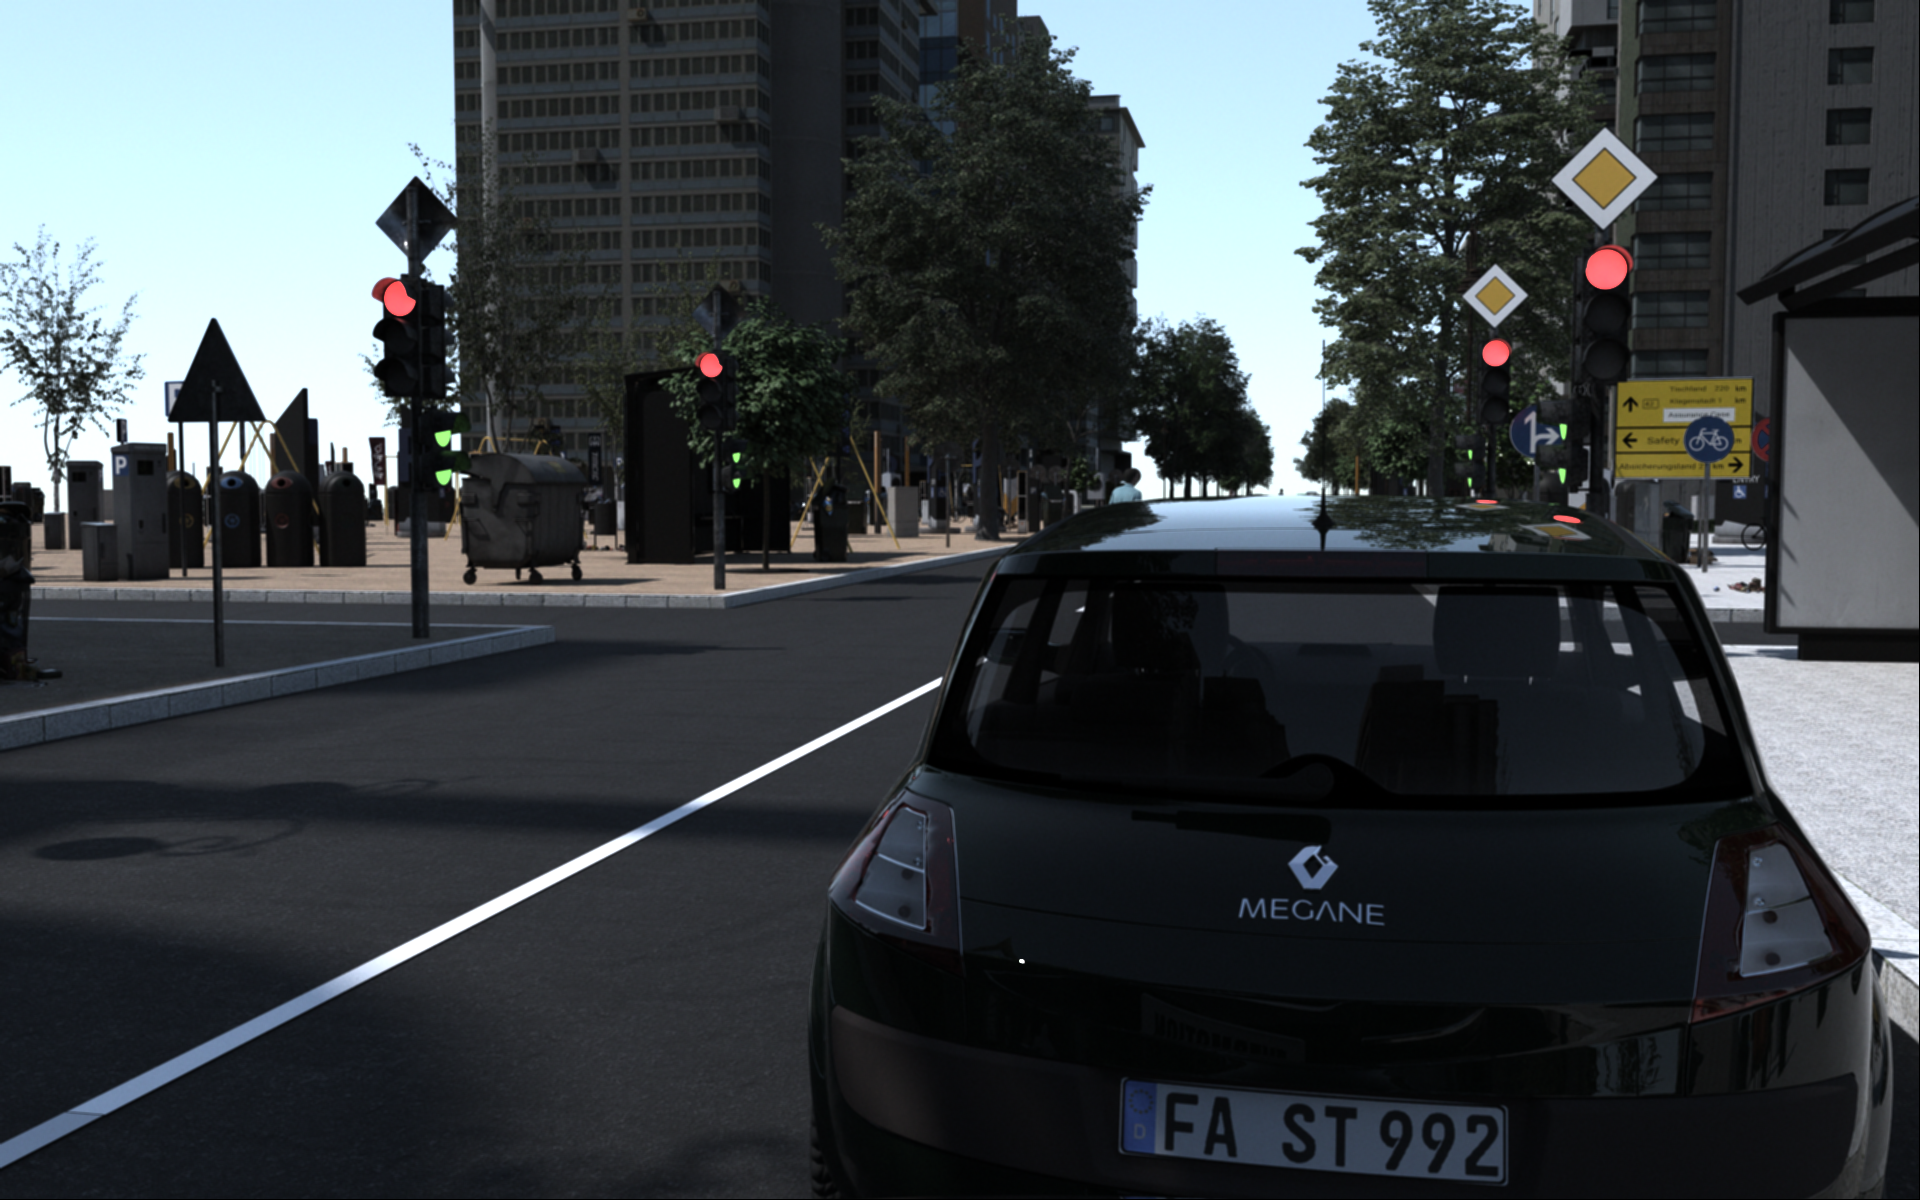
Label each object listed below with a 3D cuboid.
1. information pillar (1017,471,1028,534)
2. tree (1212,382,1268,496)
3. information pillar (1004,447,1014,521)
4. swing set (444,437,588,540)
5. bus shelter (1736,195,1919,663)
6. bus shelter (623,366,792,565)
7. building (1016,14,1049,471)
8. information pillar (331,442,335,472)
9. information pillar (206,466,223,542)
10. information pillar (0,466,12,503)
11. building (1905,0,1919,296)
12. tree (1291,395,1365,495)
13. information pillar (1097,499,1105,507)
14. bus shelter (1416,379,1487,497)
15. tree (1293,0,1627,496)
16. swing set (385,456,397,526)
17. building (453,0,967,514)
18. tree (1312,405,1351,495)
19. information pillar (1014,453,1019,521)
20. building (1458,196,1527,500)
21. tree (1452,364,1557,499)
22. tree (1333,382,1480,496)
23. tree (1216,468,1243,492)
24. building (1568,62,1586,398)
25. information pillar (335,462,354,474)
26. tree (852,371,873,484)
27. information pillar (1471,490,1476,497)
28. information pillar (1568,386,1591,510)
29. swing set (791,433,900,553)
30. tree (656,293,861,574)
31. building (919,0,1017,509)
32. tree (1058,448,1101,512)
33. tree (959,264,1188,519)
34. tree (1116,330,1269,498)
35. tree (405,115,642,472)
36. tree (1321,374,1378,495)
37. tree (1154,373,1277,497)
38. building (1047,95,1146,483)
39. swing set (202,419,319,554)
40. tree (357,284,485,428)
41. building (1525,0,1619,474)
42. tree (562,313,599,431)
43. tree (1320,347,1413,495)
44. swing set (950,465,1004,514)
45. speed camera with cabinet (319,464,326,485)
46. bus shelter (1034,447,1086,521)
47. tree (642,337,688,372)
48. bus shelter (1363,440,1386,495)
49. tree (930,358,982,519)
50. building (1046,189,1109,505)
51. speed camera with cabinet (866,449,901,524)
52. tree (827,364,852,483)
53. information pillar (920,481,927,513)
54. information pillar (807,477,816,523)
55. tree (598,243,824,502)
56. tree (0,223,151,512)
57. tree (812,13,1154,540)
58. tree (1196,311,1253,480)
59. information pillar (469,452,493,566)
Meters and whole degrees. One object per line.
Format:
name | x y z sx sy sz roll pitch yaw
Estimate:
information pillar | 2.008 -3.126 55.596 0.304 2.012 0.304 0 4 7
tree | 25.514 -15.979 171.630 12.009 13.543 11.850 0 3 0
information pillar | 2.209 -5.450 80.455 0.183 3.616 0.504 2 4 31
swing set | -12.521 -3.120 48.635 2.862 2.851 3.119 1 4 18
bus shelter | 6.517 -1.027 10.718 2.014 3.302 5.546 1 4 11
bus shelter | -4.750 -2.644 34.513 1.731 3.624 6.357 1 4 11
building | -0.559 -28.227 145.111 14.154 41.232 14.086 1 4 11
information pillar | -28.230 -5.301 78.024 0.183 3.616 0.504 -1 4 -10
information pillar | -19.782 -2.540 46.018 0.304 2.012 0.304 2 4 26
information pillar | -24.890 -2.481 45.061 0.304 2.012 0.304 0 4 8
building | 37.513 -18.871 80.239 14.160 30.474 14.107 1 4 11
tree | 43.515 -17.323 200.239 9.611 12.733 9.660 0 3 0
information pillar | 6.609 -4.695 81.250 0.304 2.012 0.304 2 4 30
bus shelter | 16.229 -4.908 57.878 2.179 5.291 8.768 1 4 11
tree | 10.667 -7.303 37.524 7.486 12.596 7.792 0 3 0
swing set | -22.357 -4.522 71.546 3.119 2.851 2.862 -1 4 -20
building | -15.913 -25.835 114.279 32.217 40.220 23.993 1 4 11
tree | 39.445 -14.851 177.223 7.601 10.594 8.767 -1 4 -21
information pillar | 2.548 -5.503 81.330 0.504 3.616 0.183 -2 4 -24
building | 80.291 -33.063 232.463 32.217 40.220 23.993 1 4 11
tree | 8.259 -1.920 25.992 1.663 3.219 1.824 0 3 0
tree | 12.663 -3.903 47.532 4.285 4.588 4.351 0 3 0
tree | 29.778 -12.638 190.347 4.285 4.588 4.351 0 3 0
building | 48.329 -21.105 116.769 14.160 30.474 14.107 1 4 11
information pillar | -14.140 -2.161 39.830 0.304 2.012 0.304 3 5 43
tree | -6.838 -8.960 96.853 4.737 8.622 4.395 0 3 0
information pillar | 21.585 -4.983 72.823 0.183 3.616 0.504 0 4 -3
information pillar | 10.700 -2.348 29.742 0.504 3.616 0.183 1 4 13
swing set | -3.255 -2.560 39.482 2.862 2.851 3.119 1 4 19
tree | -3.273 -2.734 28.409 4.285 4.588 4.351 0 3 0
building | -3.677 -29.425 131.213 14.600 45.320 14.200 1 4 11
tree | 5.111 -4.744 72.167 1.663 3.219 1.824 0 3 0
tree | 4.064 -8.011 65.397 8.767 10.594 7.601 -1 4 -16
tree | 13.530 -11.343 111.218 9.928 11.665 9.643 0 3 0
tree | -8.949 -5.120 34.075 4.360 8.622 3.978 0 3 0
tree | 23.345 -9.124 99.534 4.737 8.622 4.395 0 3 0
tree | 21.576 -14.435 153.023 9.611 12.733 9.660 0 3 0
building | 9.644 -39.517 235.341 28.713 52.752 27.495 1 4 11
swing set | -14.282 -2.303 35.271 2.862 2.851 3.119 -1 4 -13
tree | -18.291 -6.704 59.971 4.737 8.622 4.395 0 3 0
building | 59.971 -33.386 135.107 28.713 52.752 27.495 1 4 11
tree | -12.733 -7.031 65.318 4.737 8.622 4.395 0 3 0
tree | 20.640 -8.218 84.733 4.360 8.622 3.978 0 3 0
swing set | 0.835 -5.858 93.391 3.119 2.851 2.862 1 4 12
speed camera with cabinet | -18.425 -3.379 49.577 0.660 3.252 2.038 -2 4 -24
bus shelter | 5.011 -5.815 86.356 1.731 3.624 6.357 1 4 11
tree | -13.680 -7.925 79.936 4.360 8.622 3.978 0 3 0
bus shelter | 18.862 -5.247 77.074 1.731 3.624 6.357 1 4 12
tree | 0.053 -8.372 87.245 4.360 8.622 3.978 0 3 0
building | 3.804 -31.675 209.759 32.217 40.220 23.993 1 4 11
speed camera with cabinet | -3.415 -4.914 74.687 0.660 3.252 2.038 3 5 40
tree | -7.662 -7.391 71.208 4.737 8.622 4.395 0 3 0
information pillar | -2.024 -5.634 96.602 0.304 2.012 0.304 2 4 27
information pillar | -6.498 -4.368 75.913 0.304 2.012 0.304 -2 4 -33
tree | -7.377 -6.180 51.402 4.737 8.622 4.395 0 3 0
tree | -25.027 -5.988 48.267 4.360 8.622 3.978 0 3 0
tree | 0.788 -8.646 48.011 9.857 13.997 8.962 0 3 0
tree | 16.153 -13.214 122.696 9.857 13.997 8.962 0 3 0
information pillar | -8.417 -1.591 30.508 0.304 2.012 0.304 2 4 28
